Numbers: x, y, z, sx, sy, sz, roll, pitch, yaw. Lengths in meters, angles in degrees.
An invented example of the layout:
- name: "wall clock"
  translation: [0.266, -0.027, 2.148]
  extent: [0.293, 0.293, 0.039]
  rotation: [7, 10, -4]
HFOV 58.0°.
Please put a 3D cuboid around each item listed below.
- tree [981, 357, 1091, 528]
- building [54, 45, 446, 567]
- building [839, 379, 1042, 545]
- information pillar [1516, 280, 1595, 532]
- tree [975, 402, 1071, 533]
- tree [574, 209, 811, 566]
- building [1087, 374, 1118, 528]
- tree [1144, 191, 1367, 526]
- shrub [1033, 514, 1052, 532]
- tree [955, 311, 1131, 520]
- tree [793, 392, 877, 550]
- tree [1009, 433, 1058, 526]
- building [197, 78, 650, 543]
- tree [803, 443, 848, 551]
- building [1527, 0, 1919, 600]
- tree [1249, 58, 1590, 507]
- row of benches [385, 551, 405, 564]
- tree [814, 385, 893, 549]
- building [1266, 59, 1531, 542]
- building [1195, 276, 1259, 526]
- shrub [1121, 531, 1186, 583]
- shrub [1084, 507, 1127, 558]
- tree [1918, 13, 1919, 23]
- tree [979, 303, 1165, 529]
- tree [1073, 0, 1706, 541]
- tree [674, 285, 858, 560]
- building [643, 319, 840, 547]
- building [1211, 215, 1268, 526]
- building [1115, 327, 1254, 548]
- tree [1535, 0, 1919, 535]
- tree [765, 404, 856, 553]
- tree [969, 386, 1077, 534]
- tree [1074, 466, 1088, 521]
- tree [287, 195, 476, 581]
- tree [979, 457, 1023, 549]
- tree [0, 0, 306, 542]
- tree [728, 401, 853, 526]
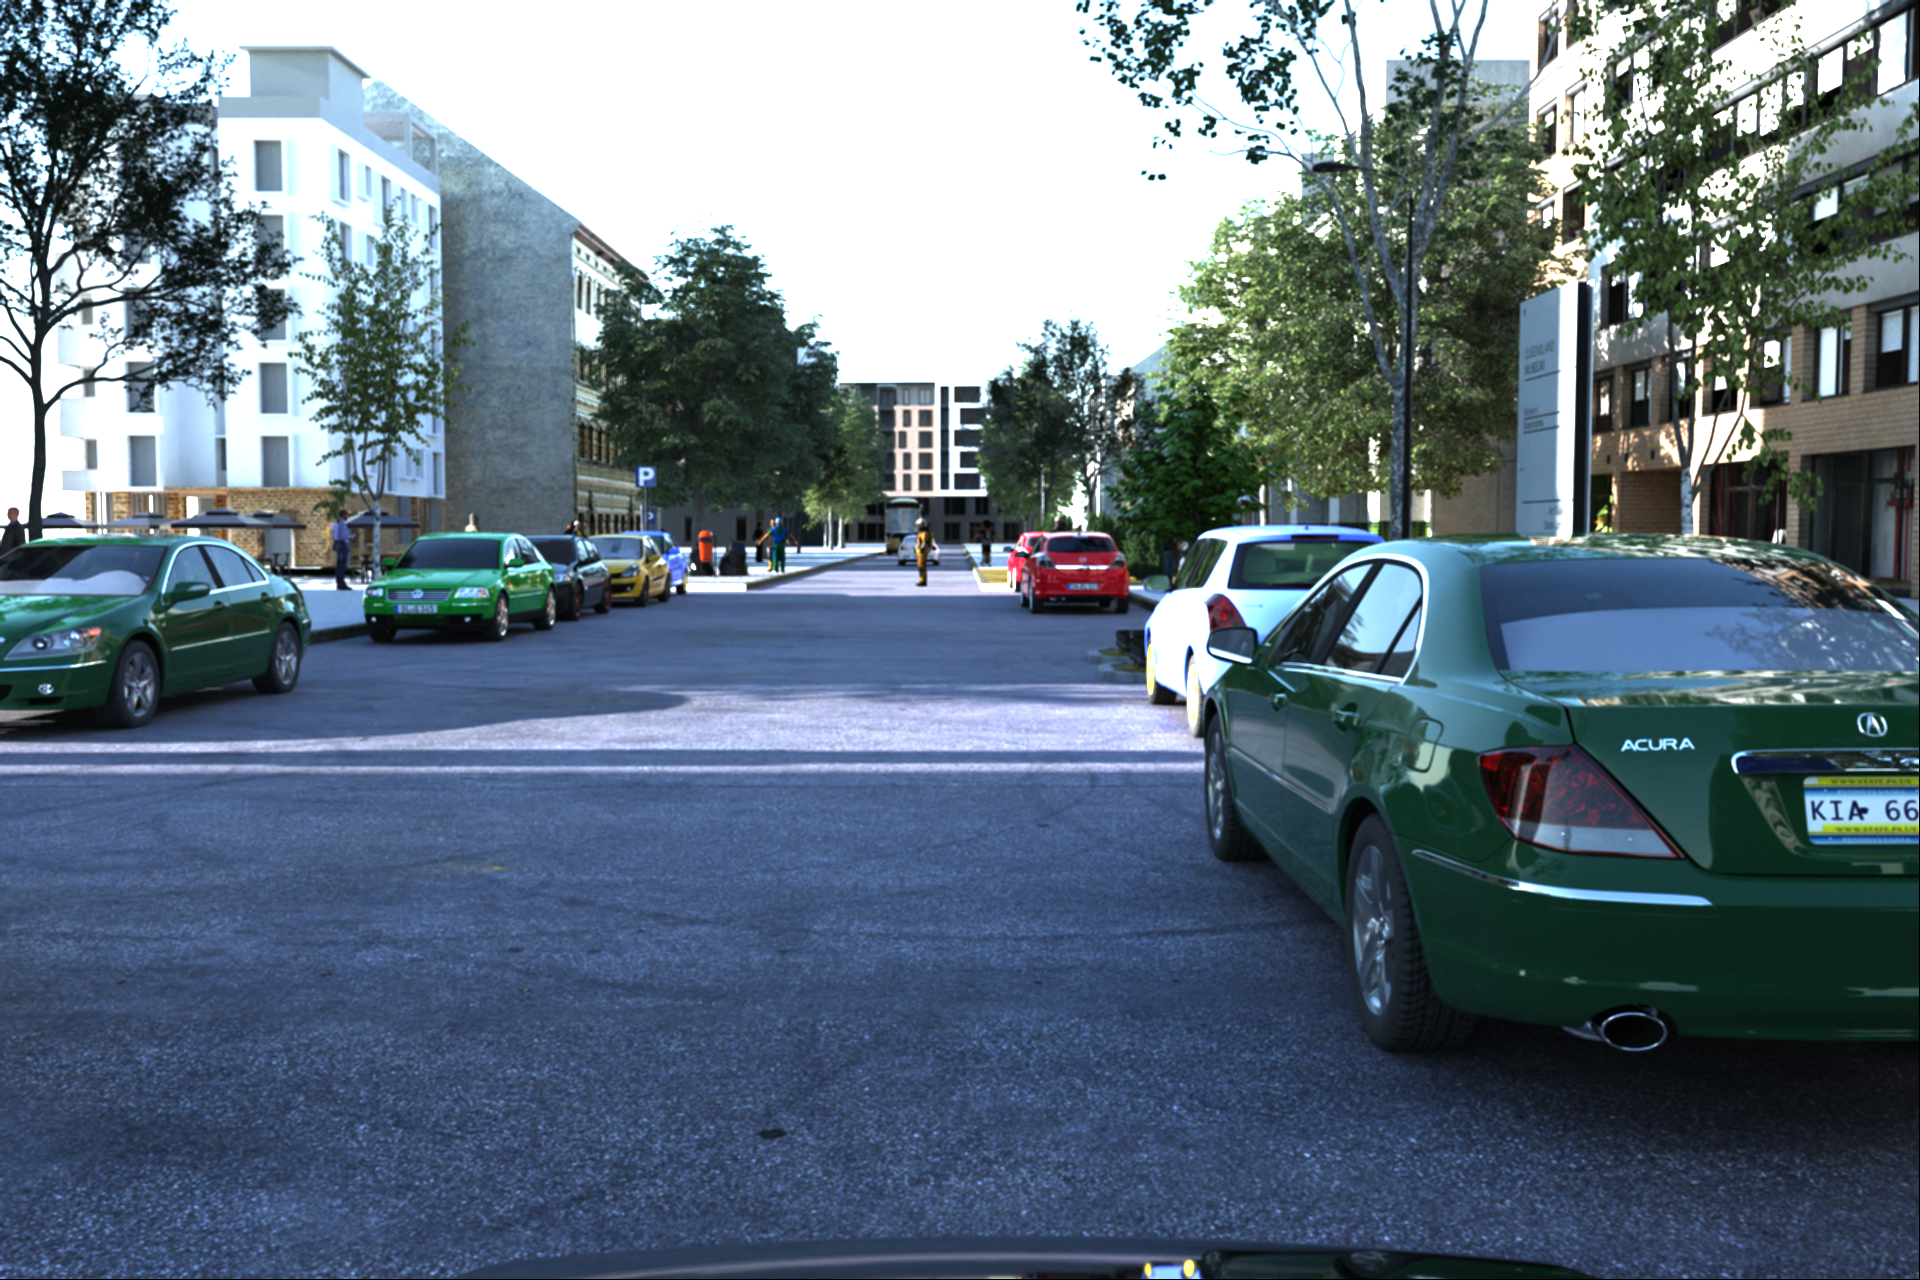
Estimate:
- name: "tree"
  translation: [4.963, -11.787, 110.840]
  extent: [7.486, 12.596, 7.792]
  rotation: [0, 3, 0]
- name: "building"
  translation: [-29.278, -12.973, 68.522]
  extent: [16.016, 20.090, 11.380]
  rotation: [0, 4, 0]
- name: "building"
  translation: [-4.529, -24.135, 241.036]
  extent: [32.646, 21.610, 27.936]
  rotation: [0, 4, 4]
- name: "information pillar"
  translation: [5.771, -1.564, 16.889]
  extent: [0.184, 3.620, 1.656]
  rotation: [0, 3, 0]
- name: "tree"
  translation: [4.892, -12.401, 128.517]
  extent: [9.928, 11.665, 9.643]
  rotation: [0, 3, 0]
- name: "tree"
  translation: [-10.644, -9.989, 69.982]
  extent: [9.857, 13.997, 8.962]
  rotation: [0, 3, 0]
- name: "building"
  translation: [24.300, -20.404, 200.056]
  extent: [16.747, 18.905, 31.486]
  rotation: [0, 3, 0]
- name: "tree"
  translation: [9.882, -8.574, 58.312]
  extent: [7.486, 12.596, 7.792]
  rotation: [0, 3, 0]
- name: "shrub"
  translation: [3.109, -3.402, 60.045]
  extent: [1.690, 2.028, 1.600]
  rotation: [0, 3, 0]
- name: "tree"
  translation: [4.760, -11.379, 96.414]
  extent: [12.009, 13.543, 11.850]
  rotation: [0, 3, 0]
- name: "tree"
  translation: [-10.601, -13.372, 136.755]
  extent: [7.486, 12.596, 7.792]
  rotation: [0, 3, 0]
- name: "tree"
  translation: [5.173, -10.296, 118.705]
  extent: [4.737, 8.622, 4.395]
  rotation: [0, 3, 0]
- name: "building"
  translation: [-27.982, -16.036, 93.110]
  extent: [19.493, 23.208, 18.063]
  rotation: [0, 4, 0]
- name: "tree"
  translation: [-10.088, -10.917, 128.861]
  extent: [4.737, 8.622, 4.395]
  rotation: [0, 3, 0]
- name: "building"
  translation: [28.332, -13.826, 32.631]
  extent: [21.656, 26.213, 47.522]
  rotation: [0, 4, 0]
- name: "tree"
  translation: [12.326, -8.659, 48.237]
  extent: [9.857, 13.997, 8.962]
  rotation: [0, 3, 0]
- name: "row of benches"
  translation: [-18.985, -2.949, 63.678]
  extent: [4.104, 0.672, 1.422]
  rotation: [0, 4, -2]
- name: "tree"
  translation: [-10.271, -14.881, 149.960]
  extent: [9.857, 13.997, 8.962]
  rotation: [0, 3, 0]
- name: "building"
  translation: [24.155, -12.652, 73.325]
  extent: [16.747, 18.905, 31.486]
  rotation: [0, 3, 0]
- name: "building"
  translation: [22.501, -16.579, 127.491]
  extent: [16.016, 20.090, 11.380]
  rotation: [0, 4, 0]
- name: "shrub"
  translation: [5.036, -2.483, 45.014]
  extent: [1.690, 2.028, 1.600]
  rotation: [0, 3, 0]
- name: "shrub"
  translation: [3.880, -2.674, 48.145]
  extent: [1.690, 2.028, 1.600]
  rotation: [0, 3, 0]
- name: "tree"
  translation: [8.517, -4.561, 8.989]
  extent: [7.601, 10.594, 8.767]
  rotation: [-2, 4, -32]
- name: "tree"
  translation: [5.263, -8.280, 69.787]
  extent: [8.767, 10.594, 7.601]
  rotation: [-3, 5, -42]
- name: "tree"
  translation: [8.435, -10.836, 33.059]
  extent: [12.611, 20.169, 13.585]
  rotation: [0, 3, 0]
- name: "tree"
  translation: [-9.906, -10.980, 86.170]
  extent: [9.857, 13.997, 8.962]
  rotation: [0, 3, 0]
- name: "building"
  translation: [-27.660, -20.629, 181.251]
  extent: [27.936, 21.610, 32.646]
  rotation: [0, 4, 0]
- name: "building"
  translation: [20.252, -15.141, 103.970]
  extent: [16.016, 20.090, 11.380]
  rotation: [0, 4, 0]
- name: "building"
  translation: [25.182, -20.613, 167.956]
  extent: [19.493, 23.208, 18.063]
  rotation: [0, 3, 0]
- name: "tree"
  translation: [8.562, -4.243, 19.736]
  extent: [4.737, 8.622, 4.395]
  rotation: [0, 3, 0]
- name: "tree"
  translation: [-10.395, -11.042, 114.943]
  extent: [7.601, 10.594, 8.767]
  rotation: [-1, 4, -11]
- name: "tree"
  translation: [5.346, -14.173, 138.378]
  extent: [9.857, 13.997, 8.962]
  rotation: [0, 3, 0]
- name: "tree"
  translation: [20.494, -20.142, 235.981]
  extent: [9.857, 13.997, 8.962]
  rotation: [0, 3, 0]
- name: "tree"
  translation: [-12.945, -5.388, 38.458]
  extent: [4.737, 8.622, 4.395]
  rotation: [0, 3, 0]
- name: "tree"
  translation: [5.441, -13.688, 149.561]
  extent: [9.928, 11.665, 9.643]
  rotation: [0, 3, 0]
- name: "tree"
  translation: [-13.198, -5.544, 25.050]
  extent: [7.601, 10.594, 8.767]
  rotation: [-2, 4, -28]
- name: "tree"
  translation: [-10.114, -10.060, 98.899]
  extent: [8.767, 10.594, 7.601]
  rotation: [0, 4, 6]
